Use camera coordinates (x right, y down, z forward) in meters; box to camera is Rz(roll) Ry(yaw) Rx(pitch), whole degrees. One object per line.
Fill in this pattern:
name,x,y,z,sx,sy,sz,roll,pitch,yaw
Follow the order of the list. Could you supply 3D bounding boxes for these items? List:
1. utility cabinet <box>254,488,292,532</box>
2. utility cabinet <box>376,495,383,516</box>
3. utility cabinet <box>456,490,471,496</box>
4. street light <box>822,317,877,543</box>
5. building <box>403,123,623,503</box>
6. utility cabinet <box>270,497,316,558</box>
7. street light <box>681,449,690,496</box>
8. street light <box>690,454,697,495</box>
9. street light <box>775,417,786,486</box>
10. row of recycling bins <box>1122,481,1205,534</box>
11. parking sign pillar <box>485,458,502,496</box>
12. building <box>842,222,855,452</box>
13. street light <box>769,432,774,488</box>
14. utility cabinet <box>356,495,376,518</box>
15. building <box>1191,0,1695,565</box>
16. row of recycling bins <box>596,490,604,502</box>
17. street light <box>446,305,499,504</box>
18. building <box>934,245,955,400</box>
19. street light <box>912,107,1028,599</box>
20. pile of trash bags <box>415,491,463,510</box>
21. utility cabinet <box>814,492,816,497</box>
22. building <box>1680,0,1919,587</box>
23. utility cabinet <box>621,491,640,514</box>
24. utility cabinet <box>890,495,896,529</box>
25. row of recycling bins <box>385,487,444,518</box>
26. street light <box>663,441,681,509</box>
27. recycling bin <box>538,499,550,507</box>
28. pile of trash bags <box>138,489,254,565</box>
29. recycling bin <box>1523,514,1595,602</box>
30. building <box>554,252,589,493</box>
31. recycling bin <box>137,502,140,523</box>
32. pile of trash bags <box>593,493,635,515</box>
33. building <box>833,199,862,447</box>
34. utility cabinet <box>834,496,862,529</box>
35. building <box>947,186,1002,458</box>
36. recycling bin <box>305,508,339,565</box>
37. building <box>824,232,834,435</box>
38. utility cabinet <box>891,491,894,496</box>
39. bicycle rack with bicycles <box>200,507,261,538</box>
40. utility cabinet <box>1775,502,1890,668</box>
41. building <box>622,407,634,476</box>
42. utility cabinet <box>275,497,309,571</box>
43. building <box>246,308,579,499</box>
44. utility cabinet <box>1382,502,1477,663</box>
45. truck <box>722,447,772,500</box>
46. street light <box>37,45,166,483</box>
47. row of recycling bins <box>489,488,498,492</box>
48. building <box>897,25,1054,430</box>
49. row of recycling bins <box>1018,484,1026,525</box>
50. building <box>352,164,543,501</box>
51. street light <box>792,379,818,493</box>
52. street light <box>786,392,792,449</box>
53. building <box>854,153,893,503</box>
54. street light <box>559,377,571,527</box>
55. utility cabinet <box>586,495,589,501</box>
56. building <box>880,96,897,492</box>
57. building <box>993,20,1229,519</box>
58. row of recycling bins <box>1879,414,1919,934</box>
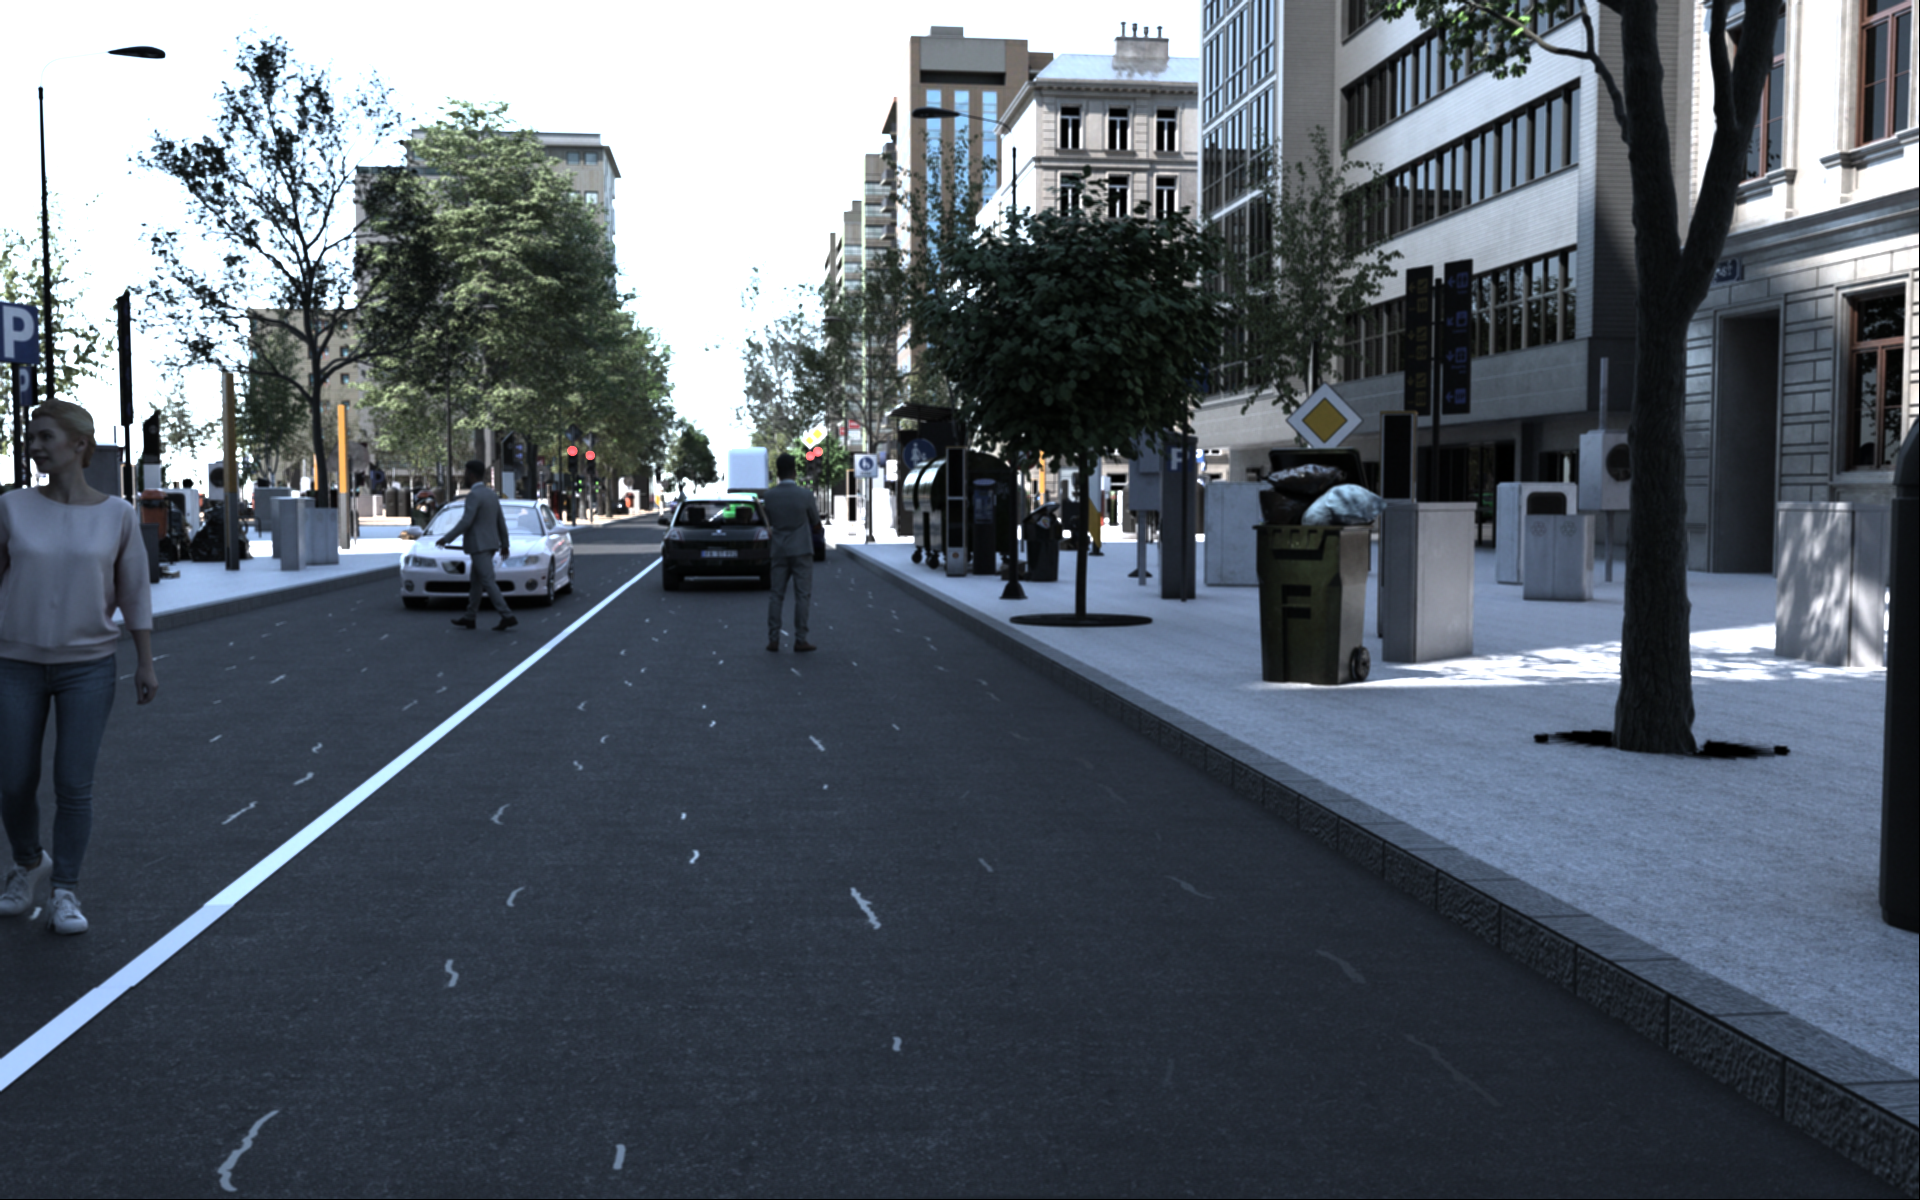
utility cabinet,-23.206,-3.048,58.513,1.173,1.500,0.318,0,4,-1
utility cabinet,-33.734,-5.452,100.303,0.306,1.237,1.020,0,4,3
utility cabinet,-25.188,-4.901,88.810,1.173,1.500,0.318,-2,4,-29
street light,-2.905,-4.469,45.605,1.470,5.913,1.316,0,4,-7
building,-64.716,-40.690,254.527,28.713,52.752,27.495,0,4,-7
utility cabinet,-13.469,-1.460,35.034,0.306,1.237,1.020,1,4,18
street light,-28.643,-12.500,176.919,1.470,5.913,1.316,0,4,-7
street light,-31.711,-14.000,201.448,1.470,5.913,1.316,0,4,-7
street light,-10.163,-8.038,103.963,1.470,5.913,1.316,0,4,-7
row of recycling bins,6.586,-3.011,56.341,1.069,1.692,3.534,-3,4,-38
parking sign pillar,-35.622,-8.911,134.161,1.447,3.967,1.447,3,4,36
building,-10.847,-35.390,262.218,14.154,41.232,14.086,0,4,-7
street light,-13.161,-9.515,128.106,1.470,5.913,1.316,0,4,-7
utility cabinet,-32.397,-5.071,94.074,0.306,1.237,1.020,3,4,38
building,16.672,-13.862,45.718,14.314,24.678,30.058,0,4,-7
row of recycling bins,-28.981,-8.513,146.293,3.534,1.692,1.069,0,4,-6
street light,-12.034,-4.289,42.662,1.470,5.913,1.316,0,4,-7
building,5.208,-19.460,137.263,14.460,24.649,34.723,0,4,-7
street light,0.119,-2.965,21.017,1.470,5.913,1.316,0,4,-7
pile of trash bags,-15.409,-2.662,53.269,1.912,1.369,3.447,2,4,25
utility cabinet,-10.956,-7.882,137.545,1.173,1.500,0.318,1,4,11
building,18.295,-11.199,19.265,11.583,22.565,21.152,0,4,-7
utility cabinet,-20.846,-6.170,109.555,1.173,1.500,0.318,0,4,2
utility cabinet,-2.693,-3.234,64.034,0.306,1.237,1.020,-3,4,-37
row of recycling bins,-29.903,-5.368,94.880,3.534,1.692,1.069,1,4,15
street light,-25.548,-11.000,152.389,1.470,5.913,1.316,0,4,-7
recycling bin,-21.711,-4.810,91.204,0.722,1.027,0.722,2,4,35
pile of trash bags,-14.695,-1.405,32.728,1.912,1.369,3.447,0,4,-7
recycling bin,7.289,-0.521,21.073,0.722,1.027,0.722,2,4,28
building,-50.217,-26.099,198.412,14.160,30.474,14.107,0,4,-7
recycling bin,-26.954,-2.665,56.134,0.722,1.027,0.722,3,4,36
pile of trash bags,-20.999,-5.899,106.196,1.912,1.369,3.447,-3,5,-44
building,-8.785,-40.177,280.593,21.300,48.544,21.600,0,4,-7
utility cabinet,-4.165,-3.266,64.559,1.020,1.237,0.306,0,4,3
building,5.331,-15.701,111.469,10.420,20.320,16.860,0,4,-7
recycling bin,-11.823,-1.159,31.512,0.722,1.027,0.722,1,4,19
building,-12.514,-41.494,302.132,21.300,48.544,21.600,0,4,-7
utility cabinet,-5.716,-7.905,137.930,0.318,1.500,1.173,2,4,34
bicycle rack with bicycles,-21.716,-2.265,50.417,2.925,0.926,2.852,2,4,27
utility cabinet,6.654,-0.127,13.243,0.306,1.237,1.020,0,4,-4
building,-67.934,-26.837,283.818,27.650,21.520,28.899,0,4,-7
utility cabinet,-11.333,-1.116,29.407,0.306,1.237,1.020,-1,4,-14
building,-54.046,-20.278,176.581,27.650,21.520,28.899,0,4,-7
utility cabinet,3.668,-0.146,13.552,0.306,1.237,1.020,3,5,41
truck,-11.449,-6.389,94.211,2.967,4.110,18.799,0,4,-8
street light,-8.924,-2.783,18.037,1.470,5.913,1.316,0,4,-7
row of recycling bins,-31.400,-6.644,115.744,1.069,1.692,3.534,-1,4,-13
building,1.407,-31.670,167.922,14.600,45.320,14.200,0,4,-7
row of recycling bins,0.945,-3.913,71.090,3.534,1.692,1.069,0,4,-4
building,-45.607,-23.480,155.596,14.160,30.474,14.107,0,4,-7
street light,-5.873,-5.946,69.752,1.470,5.913,1.316,0,4,-7
street light,-7.036,-6.503,78.858,1.470,5.913,1.316,0,4,-7
building,-4.985,-32.257,210.993,14.154,41.232,14.086,0,4,-7
street light,-14.993,-5.798,67.341,1.470,5.913,1.316,0,4,-7
utility cabinet,-31.546,-8.288,146.665,0.306,1.237,1.020,-1,4,-18
building,2.760,-32.760,190.246,22.147,44.769,28.867,0,4,-7
building,15.146,-18.321,96.817,25.104,27.353,12.463,0,4,-7
row of recycling bins,3.646,0.200,3.846,1.069,1.692,3.534,-1,4,-21
